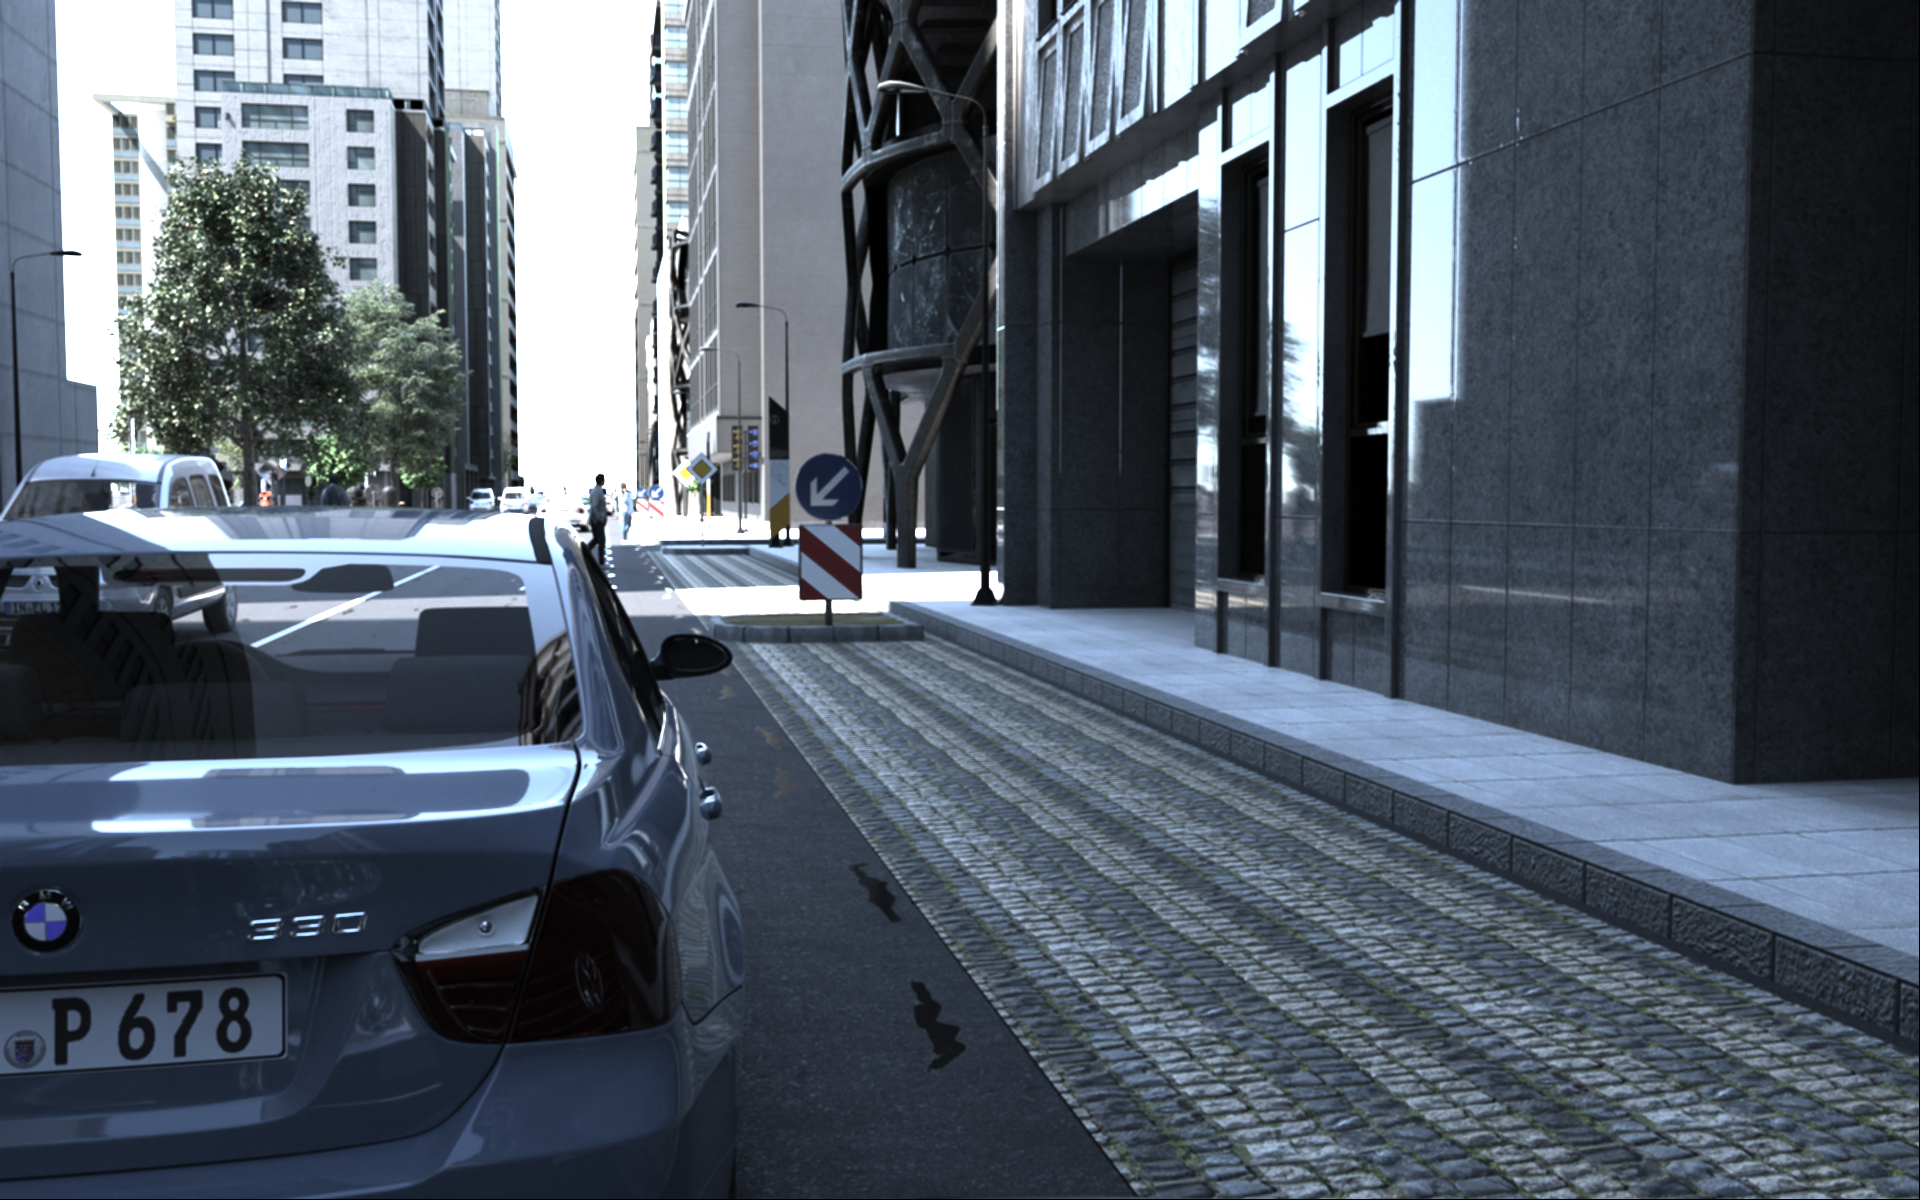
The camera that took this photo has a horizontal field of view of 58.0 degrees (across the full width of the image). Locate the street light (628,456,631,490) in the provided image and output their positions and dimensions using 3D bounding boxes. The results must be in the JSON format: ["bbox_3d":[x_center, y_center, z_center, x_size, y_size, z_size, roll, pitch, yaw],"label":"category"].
[{"bbox_3d":[-36.986,-13.828,198.631,1.470,5.913,1.316,-1,4,-12],"label":"street light"}]

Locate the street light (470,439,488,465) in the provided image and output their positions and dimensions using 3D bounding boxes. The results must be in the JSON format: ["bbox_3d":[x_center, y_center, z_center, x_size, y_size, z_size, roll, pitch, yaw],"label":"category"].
[{"bbox_3d":[-40.563,-10.577,145.468,1.470,5.913,1.316,-1,4,-12],"label":"street light"}]

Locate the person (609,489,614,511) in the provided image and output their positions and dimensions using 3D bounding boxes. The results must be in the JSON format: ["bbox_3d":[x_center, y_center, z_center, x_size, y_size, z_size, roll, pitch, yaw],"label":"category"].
[{"bbox_3d":[-28.721,-8.226,142.981,0.705,1.826,1.348,-2,4,-28],"label":"person"}]

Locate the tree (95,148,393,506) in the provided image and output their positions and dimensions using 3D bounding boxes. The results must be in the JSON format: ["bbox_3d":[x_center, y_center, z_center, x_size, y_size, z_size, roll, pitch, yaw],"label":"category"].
[{"bbox_3d":[-23.931,-8.611,57.802,9.611,12.733,9.660,0,3,0],"label":"tree"}]

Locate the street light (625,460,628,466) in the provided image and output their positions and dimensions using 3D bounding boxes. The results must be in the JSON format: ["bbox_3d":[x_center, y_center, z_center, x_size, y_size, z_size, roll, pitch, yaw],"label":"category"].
[{"bbox_3d":[-39.892,-14.627,211.689,1.470,5.913,1.316,-1,4,-12],"label":"street light"}]

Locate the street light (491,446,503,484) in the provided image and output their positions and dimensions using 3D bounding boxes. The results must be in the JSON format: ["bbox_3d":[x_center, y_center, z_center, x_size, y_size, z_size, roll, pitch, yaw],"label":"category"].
[{"bbox_3d":[-45.192,-11.947,167.881,1.470,5.913,1.316,-1,4,-12],"label":"street light"}]

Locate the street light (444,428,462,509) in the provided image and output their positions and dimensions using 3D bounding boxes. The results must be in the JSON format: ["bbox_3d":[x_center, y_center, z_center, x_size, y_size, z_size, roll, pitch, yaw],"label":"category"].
[{"bbox_3d":[-35.860,-9.165,122.391,1.470,5.913,1.316,-1,4,-12],"label":"street light"}]

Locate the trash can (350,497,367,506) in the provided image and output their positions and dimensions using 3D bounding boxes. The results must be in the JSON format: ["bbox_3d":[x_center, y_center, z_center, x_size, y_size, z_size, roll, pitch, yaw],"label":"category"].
[{"bbox_3d":[-26.944,-4.039,77.690,0.748,1.137,0.748,0,3,0],"label":"trash can"}]

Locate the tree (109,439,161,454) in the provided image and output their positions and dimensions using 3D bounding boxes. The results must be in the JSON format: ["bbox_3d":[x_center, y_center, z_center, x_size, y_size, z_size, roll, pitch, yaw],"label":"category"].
[{"bbox_3d":[-48.869,-7.273,102.623,4.285,4.588,4.351,0,3,0],"label":"tree"}]

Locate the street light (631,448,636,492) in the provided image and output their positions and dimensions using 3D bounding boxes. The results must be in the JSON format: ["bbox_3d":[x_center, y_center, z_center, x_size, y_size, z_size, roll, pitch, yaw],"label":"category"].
[{"bbox_3d":[-32.251,-12.395,175.205,1.470,5.913,1.316,-1,4,-12],"label":"street light"}]

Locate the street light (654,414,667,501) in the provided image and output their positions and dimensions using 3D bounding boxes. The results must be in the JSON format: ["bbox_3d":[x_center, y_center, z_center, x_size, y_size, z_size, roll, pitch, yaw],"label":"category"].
[{"bbox_3d":[-16.929,-7.859,101.041,1.470,5.913,1.316,-1,4,-12],"label":"street light"}]

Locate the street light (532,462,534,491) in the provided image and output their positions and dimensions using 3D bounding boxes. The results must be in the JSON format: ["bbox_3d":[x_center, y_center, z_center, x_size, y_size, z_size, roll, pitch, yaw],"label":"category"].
[{"bbox_3d":[-61.774,-16.883,248.579,1.470,5.913,1.316,-1,4,-12],"label":"street light"}]

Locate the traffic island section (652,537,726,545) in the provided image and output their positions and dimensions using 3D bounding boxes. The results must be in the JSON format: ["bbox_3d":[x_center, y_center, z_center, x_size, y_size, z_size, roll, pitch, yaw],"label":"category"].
[{"bbox_3d":[-7.836,-1.686,49.849,2.009,0.180,2.903,-1,4,-12],"label":"traffic island section"}]

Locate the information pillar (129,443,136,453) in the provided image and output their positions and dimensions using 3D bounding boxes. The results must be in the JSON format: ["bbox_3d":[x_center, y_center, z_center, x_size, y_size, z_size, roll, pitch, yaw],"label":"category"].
[{"bbox_3d":[-37.095,-5.283,77.726,0.504,3.616,0.183,3,5,41],"label":"information pillar"}]

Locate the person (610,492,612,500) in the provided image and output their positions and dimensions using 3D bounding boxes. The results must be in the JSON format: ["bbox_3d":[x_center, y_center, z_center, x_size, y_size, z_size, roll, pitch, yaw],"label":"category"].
[{"bbox_3d":[-35.681,-10.303,177.629,0.621,1.740,0.551,1,4,13],"label":"person"}]

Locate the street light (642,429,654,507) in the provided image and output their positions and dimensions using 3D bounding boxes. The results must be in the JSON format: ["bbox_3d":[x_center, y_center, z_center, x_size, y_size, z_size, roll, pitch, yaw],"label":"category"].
[{"bbox_3d":[-22.934,-9.654,130.391,1.470,5.913,1.316,-1,4,-12],"label":"street light"}]

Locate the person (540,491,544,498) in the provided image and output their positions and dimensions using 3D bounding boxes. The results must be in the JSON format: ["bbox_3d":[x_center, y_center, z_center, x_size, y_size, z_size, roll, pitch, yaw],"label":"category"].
[{"bbox_3d":[-38.244,-9.098,157.971,0.721,1.743,1.217,-3,5,-42],"label":"person"}]

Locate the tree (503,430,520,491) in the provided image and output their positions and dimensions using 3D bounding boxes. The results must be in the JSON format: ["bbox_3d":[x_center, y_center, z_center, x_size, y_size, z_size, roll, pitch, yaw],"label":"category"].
[{"bbox_3d":[-51.913,-15.040,196.258,4.360,8.622,3.978,0,3,0],"label":"tree"}]

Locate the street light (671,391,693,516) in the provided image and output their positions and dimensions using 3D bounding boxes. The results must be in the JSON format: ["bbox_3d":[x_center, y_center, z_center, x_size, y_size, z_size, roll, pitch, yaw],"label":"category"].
[{"bbox_3d":[-12.299,-6.487,78.608,1.470,5.913,1.316,-1,4,-12],"label":"street light"}]

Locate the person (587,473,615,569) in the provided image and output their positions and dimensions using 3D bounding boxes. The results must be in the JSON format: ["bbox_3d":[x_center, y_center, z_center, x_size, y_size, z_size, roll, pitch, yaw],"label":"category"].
[{"bbox_3d":[-7.045,-1.525,33.286,0.795,1.843,0.661,-1,4,-9],"label":"person"}]

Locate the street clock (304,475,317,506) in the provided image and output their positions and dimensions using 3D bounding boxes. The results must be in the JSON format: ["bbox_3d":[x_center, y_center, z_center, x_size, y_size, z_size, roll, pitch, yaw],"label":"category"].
[{"bbox_3d":[-24.437,-3.708,65.203,0.471,2.002,0.358,2,4,32],"label":"street clock"}]

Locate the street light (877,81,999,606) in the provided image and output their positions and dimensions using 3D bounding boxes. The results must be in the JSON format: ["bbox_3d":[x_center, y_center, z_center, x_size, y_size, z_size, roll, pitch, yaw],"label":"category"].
[{"bbox_3d":[-0.240,-2.888,19.768,1.470,5.913,1.316,-1,4,-12],"label":"street light"}]

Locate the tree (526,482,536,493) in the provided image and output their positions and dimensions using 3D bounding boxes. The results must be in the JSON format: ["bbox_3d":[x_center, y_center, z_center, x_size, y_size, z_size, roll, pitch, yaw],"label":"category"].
[{"bbox_3d":[-68.628,-17.279,277.109,1.663,3.219,1.824,0,3,0],"label":"tree"}]

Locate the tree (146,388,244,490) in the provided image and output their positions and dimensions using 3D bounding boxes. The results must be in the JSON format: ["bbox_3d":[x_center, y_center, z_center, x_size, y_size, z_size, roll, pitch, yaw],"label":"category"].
[{"bbox_3d":[-41.370,-8.663,91.997,4.737,8.622,4.395,0,3,0],"label":"tree"}]

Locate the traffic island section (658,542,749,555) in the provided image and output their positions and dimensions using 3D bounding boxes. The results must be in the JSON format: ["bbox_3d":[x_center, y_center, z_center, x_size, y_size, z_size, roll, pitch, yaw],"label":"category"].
[{"bbox_3d":[-6.224,-1.208,42.028,2.009,0.180,2.903,-1,4,-12],"label":"traffic island section"}]

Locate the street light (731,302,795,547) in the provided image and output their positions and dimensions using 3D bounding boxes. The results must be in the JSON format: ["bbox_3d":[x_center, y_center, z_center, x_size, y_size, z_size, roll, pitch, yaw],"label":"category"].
[{"bbox_3d":[-4.751,-4.261,42.205,1.470,5.913,1.316,-1,4,-12],"label":"street light"}]

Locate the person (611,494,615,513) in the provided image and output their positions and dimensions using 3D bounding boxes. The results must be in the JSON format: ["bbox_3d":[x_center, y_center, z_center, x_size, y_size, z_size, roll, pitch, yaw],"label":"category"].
[{"bbox_3d":[-26.360,-7.367,132.166,0.599,1.433,0.991,1,4,14],"label":"person"}]

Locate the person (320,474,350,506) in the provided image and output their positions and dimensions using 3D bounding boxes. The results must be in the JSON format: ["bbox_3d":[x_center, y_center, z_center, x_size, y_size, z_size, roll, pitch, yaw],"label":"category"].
[{"bbox_3d":[-12.140,-1.535,33.694,0.679,1.850,0.850,1,4,17],"label":"person"}]

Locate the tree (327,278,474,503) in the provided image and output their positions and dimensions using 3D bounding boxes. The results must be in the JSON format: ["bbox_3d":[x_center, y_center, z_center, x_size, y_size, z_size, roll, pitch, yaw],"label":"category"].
[{"bbox_3d":[-33.229,-11.931,101.724,9.857,13.997,8.962,0,3,0],"label":"tree"}]

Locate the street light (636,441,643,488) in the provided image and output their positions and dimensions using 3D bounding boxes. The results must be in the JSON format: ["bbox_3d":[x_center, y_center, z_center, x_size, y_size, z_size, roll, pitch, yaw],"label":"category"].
[{"bbox_3d":[-27.534,-11.026,152.810,1.470,5.913,1.316,-1,4,-12],"label":"street light"}]

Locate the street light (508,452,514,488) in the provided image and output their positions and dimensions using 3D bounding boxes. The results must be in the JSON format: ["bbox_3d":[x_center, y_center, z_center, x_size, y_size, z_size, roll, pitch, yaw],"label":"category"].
[{"bbox_3d":[-49.770,-13.330,190.487,1.470,5.913,1.316,-1,4,-12],"label":"street light"}]

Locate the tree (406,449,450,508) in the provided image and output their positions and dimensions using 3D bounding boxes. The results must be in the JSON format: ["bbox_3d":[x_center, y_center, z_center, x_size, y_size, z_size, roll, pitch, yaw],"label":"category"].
[{"bbox_3d":[-35.548,-8.012,114.709,4.285,4.588,4.351,0,3,0],"label":"tree"}]

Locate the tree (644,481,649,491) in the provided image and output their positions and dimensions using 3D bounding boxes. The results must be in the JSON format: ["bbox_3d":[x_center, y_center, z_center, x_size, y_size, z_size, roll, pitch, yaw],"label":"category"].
[{"bbox_3d":[-36.852,-12.991,207.007,1.663,3.219,1.824,0,3,0],"label":"tree"}]

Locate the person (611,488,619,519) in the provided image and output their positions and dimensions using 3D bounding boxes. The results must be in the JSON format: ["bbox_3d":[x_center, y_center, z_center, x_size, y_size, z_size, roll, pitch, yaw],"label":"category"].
[{"bbox_3d":[-19.987,-5.598,100.209,0.466,1.800,0.511,-3,5,-40],"label":"person"}]

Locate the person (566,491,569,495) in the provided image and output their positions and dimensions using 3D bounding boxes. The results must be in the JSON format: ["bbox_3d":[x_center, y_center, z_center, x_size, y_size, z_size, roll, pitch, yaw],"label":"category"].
[{"bbox_3d":[-36.102,-9.116,158.351,0.742,1.727,0.445,0,4,2],"label":"person"}]

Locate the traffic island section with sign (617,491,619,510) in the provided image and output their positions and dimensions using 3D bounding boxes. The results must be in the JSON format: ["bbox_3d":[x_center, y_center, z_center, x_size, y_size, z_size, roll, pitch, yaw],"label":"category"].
[{"bbox_3d":[-28.344,-8.504,147.666,1.989,1.847,2.006,-1,4,-12],"label":"traffic island section with sign"}]

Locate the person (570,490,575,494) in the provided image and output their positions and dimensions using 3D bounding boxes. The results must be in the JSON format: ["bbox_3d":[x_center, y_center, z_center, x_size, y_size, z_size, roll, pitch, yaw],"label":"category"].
[{"bbox_3d":[-34.653,-8.959,154.997,1.348,1.821,0.705,0,4,0],"label":"person"}]

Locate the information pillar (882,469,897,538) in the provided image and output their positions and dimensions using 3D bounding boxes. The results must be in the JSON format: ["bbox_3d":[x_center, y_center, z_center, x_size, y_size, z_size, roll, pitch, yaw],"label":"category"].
[{"bbox_3d":[-2.048,-2.807,50.385,0.304,2.012,0.304,2,4,28],"label":"information pillar"}]

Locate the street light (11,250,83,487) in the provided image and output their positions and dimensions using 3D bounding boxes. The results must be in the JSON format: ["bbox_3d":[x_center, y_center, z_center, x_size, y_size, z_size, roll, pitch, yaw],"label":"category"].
[{"bbox_3d":[-17.386,-3.698,33.006,1.470,5.913,1.316,-1,4,-12],"label":"street light"}]

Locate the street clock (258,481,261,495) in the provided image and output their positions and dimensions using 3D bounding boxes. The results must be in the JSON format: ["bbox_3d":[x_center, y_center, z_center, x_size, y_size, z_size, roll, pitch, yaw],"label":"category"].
[{"bbox_3d":[-37.901,-5.473,94.058,0.358,2.002,0.471,-3,4,-38],"label":"street clock"}]

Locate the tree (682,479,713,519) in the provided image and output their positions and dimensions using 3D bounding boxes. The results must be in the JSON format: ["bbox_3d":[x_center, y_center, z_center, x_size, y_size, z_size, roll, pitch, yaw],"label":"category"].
[{"bbox_3d":[-13.590,-5.767,88.889,1.663,3.219,1.824,0,3,0],"label":"tree"}]

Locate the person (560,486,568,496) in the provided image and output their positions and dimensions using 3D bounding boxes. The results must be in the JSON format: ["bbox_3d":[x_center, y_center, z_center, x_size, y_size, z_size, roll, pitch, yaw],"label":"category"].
[{"bbox_3d":[-17.643,-4.214,77.505,0.767,1.812,0.694,-2,4,-24],"label":"person"}]

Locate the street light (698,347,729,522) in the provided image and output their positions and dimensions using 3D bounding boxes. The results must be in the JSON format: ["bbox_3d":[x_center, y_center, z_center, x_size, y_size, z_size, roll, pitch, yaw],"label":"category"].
[{"bbox_3d":[-7.537,-5.040,54.945,1.470,5.913,1.316,-1,4,-12],"label":"street light"}]

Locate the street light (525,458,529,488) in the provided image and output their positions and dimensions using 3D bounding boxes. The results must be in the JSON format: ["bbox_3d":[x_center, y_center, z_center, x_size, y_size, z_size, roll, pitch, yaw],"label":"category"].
[{"bbox_3d":[-57.128,-15.496,225.897,1.470,5.913,1.316,-1,4,-12],"label":"street light"}]

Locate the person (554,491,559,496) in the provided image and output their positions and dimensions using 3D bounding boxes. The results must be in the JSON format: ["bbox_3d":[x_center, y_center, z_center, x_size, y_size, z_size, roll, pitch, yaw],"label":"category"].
[{"bbox_3d":[-48.272,-12.123,207.258,0.990,1.755,0.434,1,4,21],"label":"person"}]

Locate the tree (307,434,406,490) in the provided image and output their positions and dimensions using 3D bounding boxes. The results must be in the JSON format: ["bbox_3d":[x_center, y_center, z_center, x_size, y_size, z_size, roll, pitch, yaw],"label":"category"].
[{"bbox_3d":[-28.923,-5.924,80.569,4.285,4.588,4.351,0,3,0],"label":"tree"}]

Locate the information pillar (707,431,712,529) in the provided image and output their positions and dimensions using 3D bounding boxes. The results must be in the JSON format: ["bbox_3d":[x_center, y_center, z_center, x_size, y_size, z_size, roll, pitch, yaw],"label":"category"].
[{"bbox_3d":[-9.346,-4.469,64.427,0.183,3.616,0.504,0,4,-4],"label":"information pillar"}]

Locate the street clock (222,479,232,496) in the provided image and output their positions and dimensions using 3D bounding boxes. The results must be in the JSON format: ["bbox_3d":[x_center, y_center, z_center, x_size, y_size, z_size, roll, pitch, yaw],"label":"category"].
[{"bbox_3d":[-35.066,-4.786,82.821,0.471,2.002,0.358,1,4,16],"label":"street clock"}]

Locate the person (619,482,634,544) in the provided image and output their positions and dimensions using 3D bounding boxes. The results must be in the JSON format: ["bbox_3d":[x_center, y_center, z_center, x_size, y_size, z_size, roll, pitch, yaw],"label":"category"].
[{"bbox_3d":[-9.652,-2.521,49.978,0.793,1.790,0.793,-1,4,-16],"label":"person"}]

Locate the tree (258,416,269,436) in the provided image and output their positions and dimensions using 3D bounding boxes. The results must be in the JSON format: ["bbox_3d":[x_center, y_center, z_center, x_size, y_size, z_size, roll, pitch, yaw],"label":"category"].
[{"bbox_3d":[-48.314,-10.159,116.468,4.737,8.622,4.395,0,3,0],"label":"tree"}]

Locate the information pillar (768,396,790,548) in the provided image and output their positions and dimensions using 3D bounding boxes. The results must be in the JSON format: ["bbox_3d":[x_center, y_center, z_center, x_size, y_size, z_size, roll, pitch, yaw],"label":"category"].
[{"bbox_3d":[-4.340,-3.065,41.467,0.504,3.616,0.183,0,4,-1],"label":"information pillar"}]
